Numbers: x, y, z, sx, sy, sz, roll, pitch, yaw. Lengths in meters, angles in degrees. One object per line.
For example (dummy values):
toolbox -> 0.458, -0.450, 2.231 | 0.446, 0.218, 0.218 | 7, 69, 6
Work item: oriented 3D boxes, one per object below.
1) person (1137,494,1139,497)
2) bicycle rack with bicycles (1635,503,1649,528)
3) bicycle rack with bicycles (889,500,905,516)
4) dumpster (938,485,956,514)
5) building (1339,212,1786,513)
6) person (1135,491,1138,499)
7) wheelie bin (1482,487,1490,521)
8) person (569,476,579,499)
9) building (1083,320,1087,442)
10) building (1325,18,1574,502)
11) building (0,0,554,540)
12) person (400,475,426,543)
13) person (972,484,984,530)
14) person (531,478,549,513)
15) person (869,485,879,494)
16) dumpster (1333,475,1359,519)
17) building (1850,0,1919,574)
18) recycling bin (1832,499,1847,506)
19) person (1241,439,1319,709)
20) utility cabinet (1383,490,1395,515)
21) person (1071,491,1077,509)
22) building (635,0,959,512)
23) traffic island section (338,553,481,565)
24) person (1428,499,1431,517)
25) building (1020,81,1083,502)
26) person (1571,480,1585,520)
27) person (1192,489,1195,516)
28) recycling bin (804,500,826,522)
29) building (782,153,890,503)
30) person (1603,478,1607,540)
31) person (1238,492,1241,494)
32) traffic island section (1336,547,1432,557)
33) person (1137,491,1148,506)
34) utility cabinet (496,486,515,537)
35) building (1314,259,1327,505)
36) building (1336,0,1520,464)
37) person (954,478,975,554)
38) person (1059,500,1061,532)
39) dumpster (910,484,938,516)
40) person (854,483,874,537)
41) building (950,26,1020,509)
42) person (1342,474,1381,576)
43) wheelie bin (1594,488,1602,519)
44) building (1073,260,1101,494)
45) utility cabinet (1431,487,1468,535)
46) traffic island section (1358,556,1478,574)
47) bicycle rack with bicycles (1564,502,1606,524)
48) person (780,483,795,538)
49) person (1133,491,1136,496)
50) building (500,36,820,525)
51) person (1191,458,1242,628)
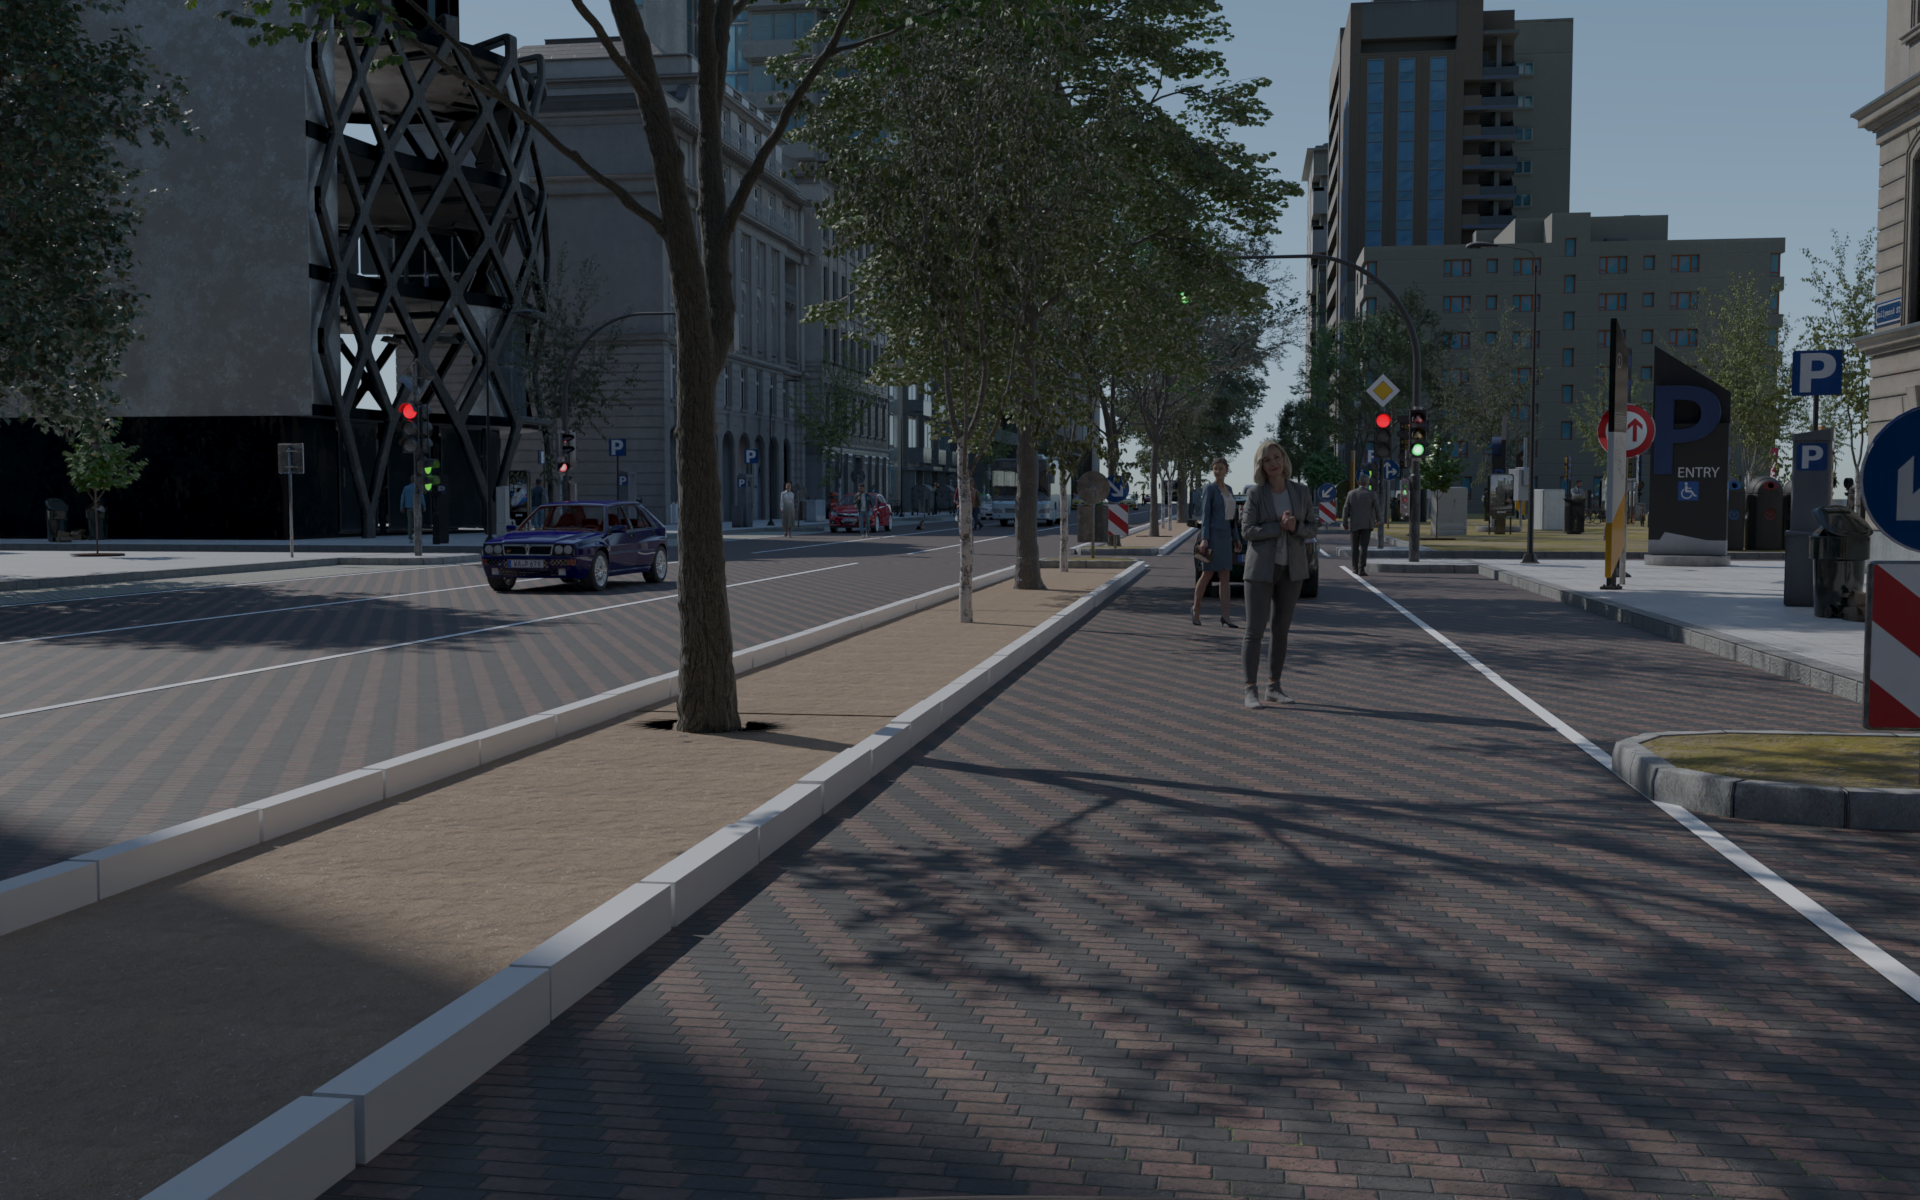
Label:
person -> 26.574, -15.403, 260.888 | 0.990, 1.755, 0.434 | 1, 4, 23
bicycle rack with bicycles -> 27.204, -3.242, 66.381 | 2.852, 0.926, 2.925 | 2, 4, 24
bicycle rack with bicycles -> -4.249, -5.390, 101.514 | 2.852, 0.926, 2.925 | 1, 4, 22
dumpster -> -0.987, -6.446, 111.153 | 1.264, 1.857, 1.865 | 1, 4, 9
building -> 44.152, -17.629, 133.278 | 27.650, 21.520, 28.899 | 1, 4, 9
person -> 23.920, -13.816, 234.410 | 0.705, 1.822, 1.348 | 0, 4, -5
wheelie bin -> 25.110, -4.519, 81.795 | 0.980, 1.594, 0.693 | 2, 4, 30
person -> -12.040, -2.927, 53.710 | 0.447, 1.846, 0.655 | 1, 4, 10
building -> 3.832, -40.194, 246.410 | 28.713, 52.752, 27.495 | 1, 4, 9
building -> 47.883, -33.564, 172.469 | 21.300, 48.544, 21.600 | 1, 4, 9
building -> -22.473, -11.567, 56.579 | 16.820, 18.784, 16.811 | 1, 4, 9
person -> -14.387, -2.395, 45.551 | 0.601, 1.785, 0.444 | 0, 4, 6
person -> 0.637, -3.679, 68.562 | 0.656, 1.842, 0.836 | 3, 4, 36
person -> -13.535, -3.009, 55.581 | 0.623, 1.781, 0.721 | -3, 5, -45
person -> -4.871, -5.521, 96.487 | 0.721, 1.800, 0.419 | 1, 4, 9
dumpster -> 20.055, -5.329, 89.624 | 1.502, 2.255, 1.985 | 1, 4, 9
building -> 16.991, -11.671, 9.900 | 14.460, 24.649, 34.723 | 1, 4, 9
recycling bin -> 44.426, -4.582, 87.465 | 0.722, 1.027, 0.722 | -3, 5, -41
person -> 2.171, -0.186, 11.730 | 0.537, 1.800, 0.526 | 0, 4, -1
utility cabinet -> 26.292, -5.989, 106.596 | 0.318, 1.500, 1.173 | -1, 4, -17
person -> 10.653, -9.369, 162.477 | 0.445, 1.727, 0.742 | 3, 4, 36
building -> -12.337, -31.525, 135.036 | 23.786, 49.044, 30.456 | 1, 4, 9
traffic island section -> -11.277, -0.840, 36.011 | 2.009, 0.180, 2.903 | 1, 4, 9
person -> 25.042, -5.300, 93.055 | 0.532, 1.782, 0.716 | 2, 4, 35
building -> -0.441, -38.528, 219.171 | 28.713, 52.752, 27.495 | 1, 4, 9
person -> 22.229, -3.427, 62.254 | 0.511, 1.800, 0.466 | -2, 4, -32
person -> 15.417, -6.431, 113.658 | 0.620, 1.820, 0.660 | -2, 4, -33
recycling bin -> -6.624, -4.067, 79.057 | 0.722, 1.027, 0.722 | 2, 4, 33
building -> -10.633, -15.545, 103.309 | 9.793, 20.994, 18.267 | 1, 4, 9
person -> 17.983, -2.536, 47.689 | 0.537, 1.800, 0.526 | -3, 5, -44
person -> 28.708, -10.232, 177.264 | 0.593, 1.643, 0.415 | 0, 4, 0
traffic island section -> 9.890, -1.123, 40.646 | 2.009, 0.180, 2.903 | 1, 4, 9
person -> 21.495, -11.914, 203.236 | 1.348, 1.831, 0.705 | 2, 4, 25
utility cabinet -> -12.431, -2.418, 48.205 | 0.318, 1.500, 1.173 | 1, 4, 22
building -> 50.429, -26.884, 211.247 | 14.160, 30.474, 14.107 | 1, 4, 9
building -> 41.431, -30.912, 155.516 | 14.600, 45.320, 14.200 | 1, 4, 9
person -> 0.140, -2.008, 41.300 | 0.580, 1.828, 0.573 | 2, 4, 27
person -> 3.925, -3.406, 66.001 | 0.330, 1.601, 0.589 | 1, 4, 15
dumpster -> -2.243, -6.006, 103.953 | 1.264, 1.857, 1.865 | 1, 4, 9
person -> -3.193, -2.961, 57.261 | 0.623, 1.781, 0.721 | -1, 4, -20
building -> -6.406, -32.828, 160.436 | 21.300, 48.544, 21.600 | 1, 4, 9
person -> 7.096, -1.325, 30.570 | 0.661, 1.777, 0.834 | 1, 4, 15
wheelie bin -> 33.227, -4.980, 89.334 | 0.980, 1.594, 0.693 | 1, 4, 17
building -> 14.081, -37.672, 266.051 | 14.600, 45.320, 14.200 | 1, 4, 9
utility cabinet -> 15.031, -2.723, 53.193 | 1.173, 1.500, 0.318 | -2, 4, -25
traffic island section -> 8.600, -0.641, 32.765 | 2.009, 0.180, 2.903 | 1, 4, 9
bicycle rack with bicycles -> 26.635, -3.759, 74.835 | 2.925, 0.926, 2.852 | 0, 4, -7
person -> -5.672, -2.950, 56.963 | 0.478, 1.798, 0.641 | -1, 4, -9
person -> 18.425, -10.641, 183.403 | 0.541, 1.710, 0.530 | -1, 4, -20
building -> -16.009, -14.737, 82.757 | 13.314, 21.916, 24.055 | 1, 4, 9
person -> 2.770, -0.624, 18.720 | 0.581, 1.822, 0.654 | -2, 4, -23
